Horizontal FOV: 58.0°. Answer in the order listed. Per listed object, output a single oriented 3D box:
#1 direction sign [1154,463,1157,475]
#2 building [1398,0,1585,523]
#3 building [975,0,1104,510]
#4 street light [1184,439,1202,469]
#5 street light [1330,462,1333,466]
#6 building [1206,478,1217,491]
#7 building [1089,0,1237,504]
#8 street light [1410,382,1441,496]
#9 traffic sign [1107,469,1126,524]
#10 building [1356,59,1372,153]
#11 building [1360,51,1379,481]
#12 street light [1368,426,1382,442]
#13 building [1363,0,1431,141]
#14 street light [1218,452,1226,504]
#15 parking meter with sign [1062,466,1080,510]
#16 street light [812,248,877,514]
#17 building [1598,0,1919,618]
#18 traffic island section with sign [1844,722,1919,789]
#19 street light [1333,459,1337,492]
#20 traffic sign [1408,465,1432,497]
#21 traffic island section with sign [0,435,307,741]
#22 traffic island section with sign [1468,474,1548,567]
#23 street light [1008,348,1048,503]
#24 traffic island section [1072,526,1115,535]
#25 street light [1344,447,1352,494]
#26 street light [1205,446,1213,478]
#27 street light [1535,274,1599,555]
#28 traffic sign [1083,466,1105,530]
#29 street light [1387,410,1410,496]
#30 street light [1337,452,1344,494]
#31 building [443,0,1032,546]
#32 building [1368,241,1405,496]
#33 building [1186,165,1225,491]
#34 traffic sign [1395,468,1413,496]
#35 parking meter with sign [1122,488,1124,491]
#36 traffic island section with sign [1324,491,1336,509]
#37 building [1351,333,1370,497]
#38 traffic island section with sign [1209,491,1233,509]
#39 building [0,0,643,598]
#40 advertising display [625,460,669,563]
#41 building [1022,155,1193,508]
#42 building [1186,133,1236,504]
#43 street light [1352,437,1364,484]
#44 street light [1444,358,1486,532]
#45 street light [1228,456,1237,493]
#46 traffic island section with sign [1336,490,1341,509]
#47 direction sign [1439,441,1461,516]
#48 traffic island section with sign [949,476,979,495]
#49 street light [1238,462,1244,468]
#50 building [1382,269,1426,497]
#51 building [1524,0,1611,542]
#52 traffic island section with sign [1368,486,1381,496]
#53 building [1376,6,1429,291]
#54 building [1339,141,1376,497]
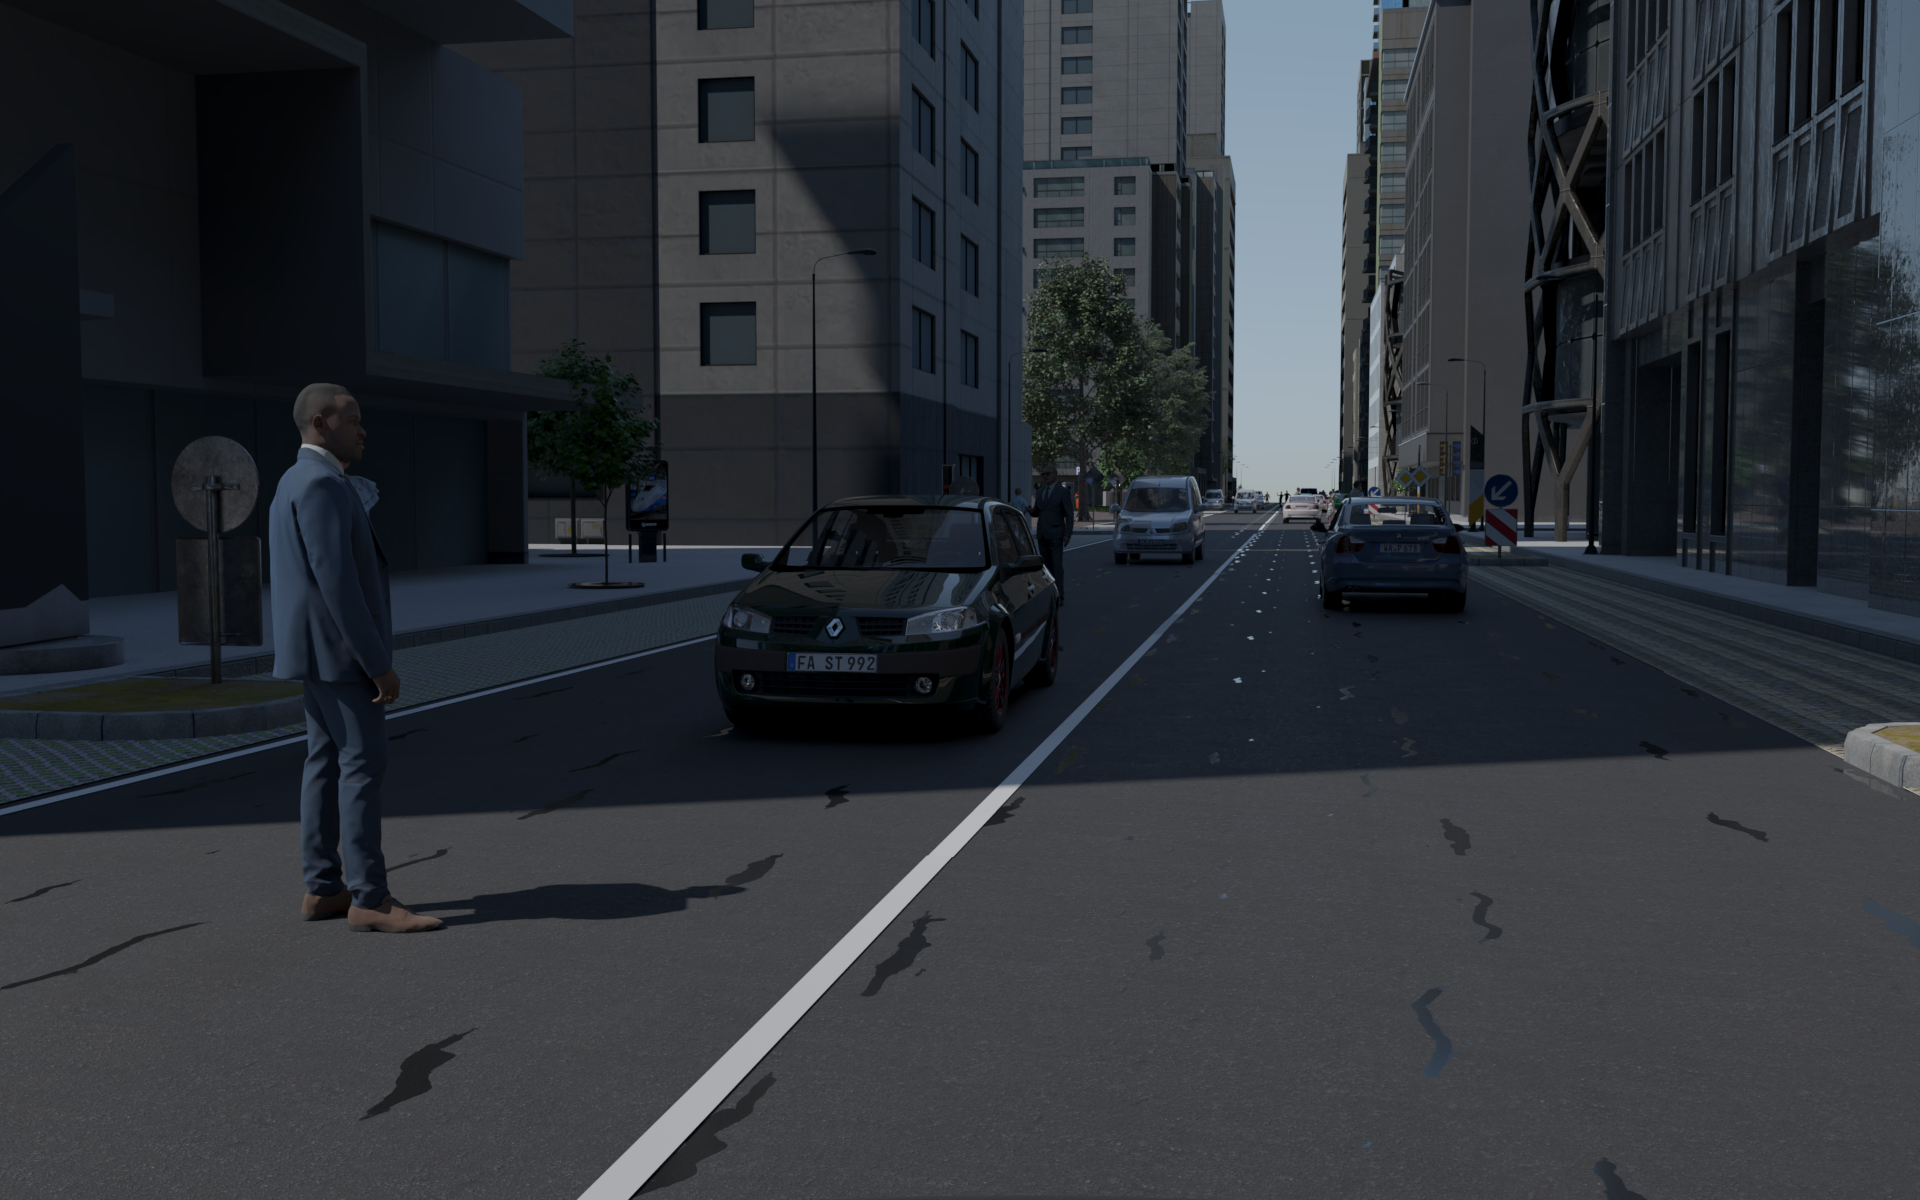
[{"bbox_3d":[13.067,-7.580,115.928,0.379,3.537,0.876,1,4,16],"label":"direction sign"},{"bbox_3d":[30.570,-18.046,88.563,14.314,27.812,24.014,1,4,11],"label":"building"},{"bbox_3d":[13.674,-44.646,168.208,20.563,71.187,20.611,1,4,11],"label":"building"},{"bbox_3d":[19.384,-10.554,145.095,1.470,5.913,1.316,1,4,11],"label":"street light"},{"bbox_3d":[49.961,-15.693,229.113,1.470,5.913,1.316,1,4,11],"label":"street light"},{"bbox_3d":[12.311,-30.643,192.900,32.217,40.220,23.993,1,4,11],"label":"building"},{"bbox_3d":[31.026,-50.133,257.928,20.563,71.187,20.611,1,4,11],"label":"building"},{"bbox_3d":[19.636,-6.081,71.965,1.470,5.913,1.316,1,4,11],"label":"street light"},{"bbox_3d":[6.270,-4.026,69.461,0.795,2.450,0.064,1,4,11],"label":"traffic sign"},{"bbox_3d":[73.054,-51.684,283.278,20.563,71.187,20.611,1,4,11],"label":"building"},{"bbox_3d":[50.778,-31.457,168.941,22.147,44.769,28.867,1,4,11],"label":"building"},{"bbox_3d":[28.667,-8.905,118.132,1.470,5.913,1.316,1,4,11],"label":"street light"},{"bbox_3d":[68.944,-57.780,257.369,22.319,86.520,31.000,1,4,11],"label":"building"},{"bbox_3d":[28.239,-13.342,190.680,1.470,5.913,1.316,1,4,11],"label":"street light"},{"bbox_3d":[6.771,-6.880,108.744,1.738,3.016,0.543,-2,4,-30],"label":"parking meter with sign"},{"bbox_3d":[-2.254,-3.698,33.007,1.470,5.913,1.316,1,4,11],"label":"street light"},{"bbox_3d":[17.592,-12.672,25.211,12.078,24.808,19.932,1,4,11],"label":"building"},{"bbox_3d":[5.647,-0.001,8.652,1.989,1.847,2.006,1,4,11],"label":"traffic island section with sign"},{"bbox_3d":[47.629,-14.887,215.941,1.470,5.913,1.316,1,4,11],"label":"street light"},{"bbox_3d":[15.791,-3.415,59.474,0.795,2.450,0.064,1,4,11],"label":"traffic sign"},{"bbox_3d":[-5.071,-0.143,10.966,1.989,1.847,2.006,1,4,11],"label":"traffic island section with sign"},{"bbox_3d":[10.765,-1.620,35.119,1.989,1.847,2.006,1,4,11],"label":"traffic island section with sign"},{"bbox_3d":[2.112,-5.072,55.472,1.470,5.913,1.316,1,4,11],"label":"street light"},{"bbox_3d":[4.729,-2.410,61.686,2.009,0.180,2.903,1,4,11],"label":"traffic island section"},{"bbox_3d":[38.758,-12.077,170.004,1.470,5.913,1.316,1,4,11],"label":"street light"},{"bbox_3d":[23.905,-11.968,168.209,1.470,5.913,1.316,1,4,11],"label":"street light"},{"bbox_3d":[12.863,-3.923,36.683,1.470,5.913,1.316,1,4,11],"label":"street light"},{"bbox_3d":[4.754,-3.546,61.620,0.795,2.450,0.064,1,4,11],"label":"traffic sign"},{"bbox_3d":[24.327,-7.529,95.642,1.470,5.913,1.316,1,4,11],"label":"street light"},{"bbox_3d":[43.004,-13.453,192.492,1.470,5.913,1.316,1,4,11],"label":"street light"},{"bbox_3d":[-9.492,-37.521,51.715,20.611,71.187,20.563,1,4,11],"label":"building"},{"bbox_3d":[36.711,-16.906,131.160,10.420,20.320,16.860,1,4,11],"label":"building"},{"bbox_3d":[24.622,-32.214,210.285,14.154,41.232,14.086,1,4,11],"label":"building"},{"bbox_3d":[17.306,-3.894,67.314,0.795,2.450,0.064,1,4,11],"label":"traffic sign"},{"bbox_3d":[13.093,-8.845,140.882,1.738,3.016,0.543,0,4,-6],"label":"parking meter with sign"},{"bbox_3d":[41.128,-11.225,192.159,1.989,1.847,2.006,1,4,11],"label":"traffic island section with sign"},{"bbox_3d":[59.343,-21.549,197.362,27.650,21.520,28.899,1,4,11],"label":"building"},{"bbox_3d":[24.925,-9.635,166.165,1.989,1.847,2.006,1,4,11],"label":"traffic island section with sign"},{"bbox_3d":[-21.418,-26.280,18.912,28.713,52.752,27.495,1,4,11],"label":"building"},{"bbox_3d":[-5.856,-1.665,32.434,0.123,1.923,0.974,3,4,38],"label":"advertising display"},{"bbox_3d":[12.872,-23.244,151.742,14.160,30.474,14.107,1,4,11],"label":"building"},{"bbox_3d":[26.477,-37.539,237.463,21.300,48.544,21.600,1,4,11],"label":"building"},{"bbox_3d":[34.395,-10.703,147.538,1.470,5.913,1.316,1,4,11],"label":"street light"},{"bbox_3d":[17.315,-5.296,59.132,1.470,5.913,1.316,1,4,11],"label":"street light"},{"bbox_3d":[35.197,-15.524,226.354,1.470,5.913,1.316,1,4,11],"label":"street light"},{"bbox_3d":[26.479,-6.592,116.401,1.989,1.847,2.006,1,4,11],"label":"traffic island section with sign"},{"bbox_3d":[20.991,-5.030,74.242,0.876,3.537,0.379,0,4,7],"label":"direction sign"},{"bbox_3d":[0.046,-1.762,37.433,1.989,1.847,2.006,1,4,11],"label":"traffic island section with sign"},{"bbox_3d":[43.922,-18.289,271.557,1.470,5.913,1.316,1,4,11],"label":"street light"},{"bbox_3d":[36.502,-15.088,114.133,16.820,18.784,16.811,1,4,11],"label":"building"},{"bbox_3d":[24.534,-11.068,48.421,16.820,18.784,16.811,1,4,11],"label":"building"},{"bbox_3d":[21.376,-4.973,89.931,1.989,1.847,2.006,1,4,11],"label":"traffic island section with sign"},{"bbox_3d":[42.867,-28.449,148.741,14.154,41.232,14.086,1,4,11],"label":"building"},{"bbox_3d":[62.280,-37.226,232.341,21.300,48.544,21.600,1,4,11],"label":"building"}]
